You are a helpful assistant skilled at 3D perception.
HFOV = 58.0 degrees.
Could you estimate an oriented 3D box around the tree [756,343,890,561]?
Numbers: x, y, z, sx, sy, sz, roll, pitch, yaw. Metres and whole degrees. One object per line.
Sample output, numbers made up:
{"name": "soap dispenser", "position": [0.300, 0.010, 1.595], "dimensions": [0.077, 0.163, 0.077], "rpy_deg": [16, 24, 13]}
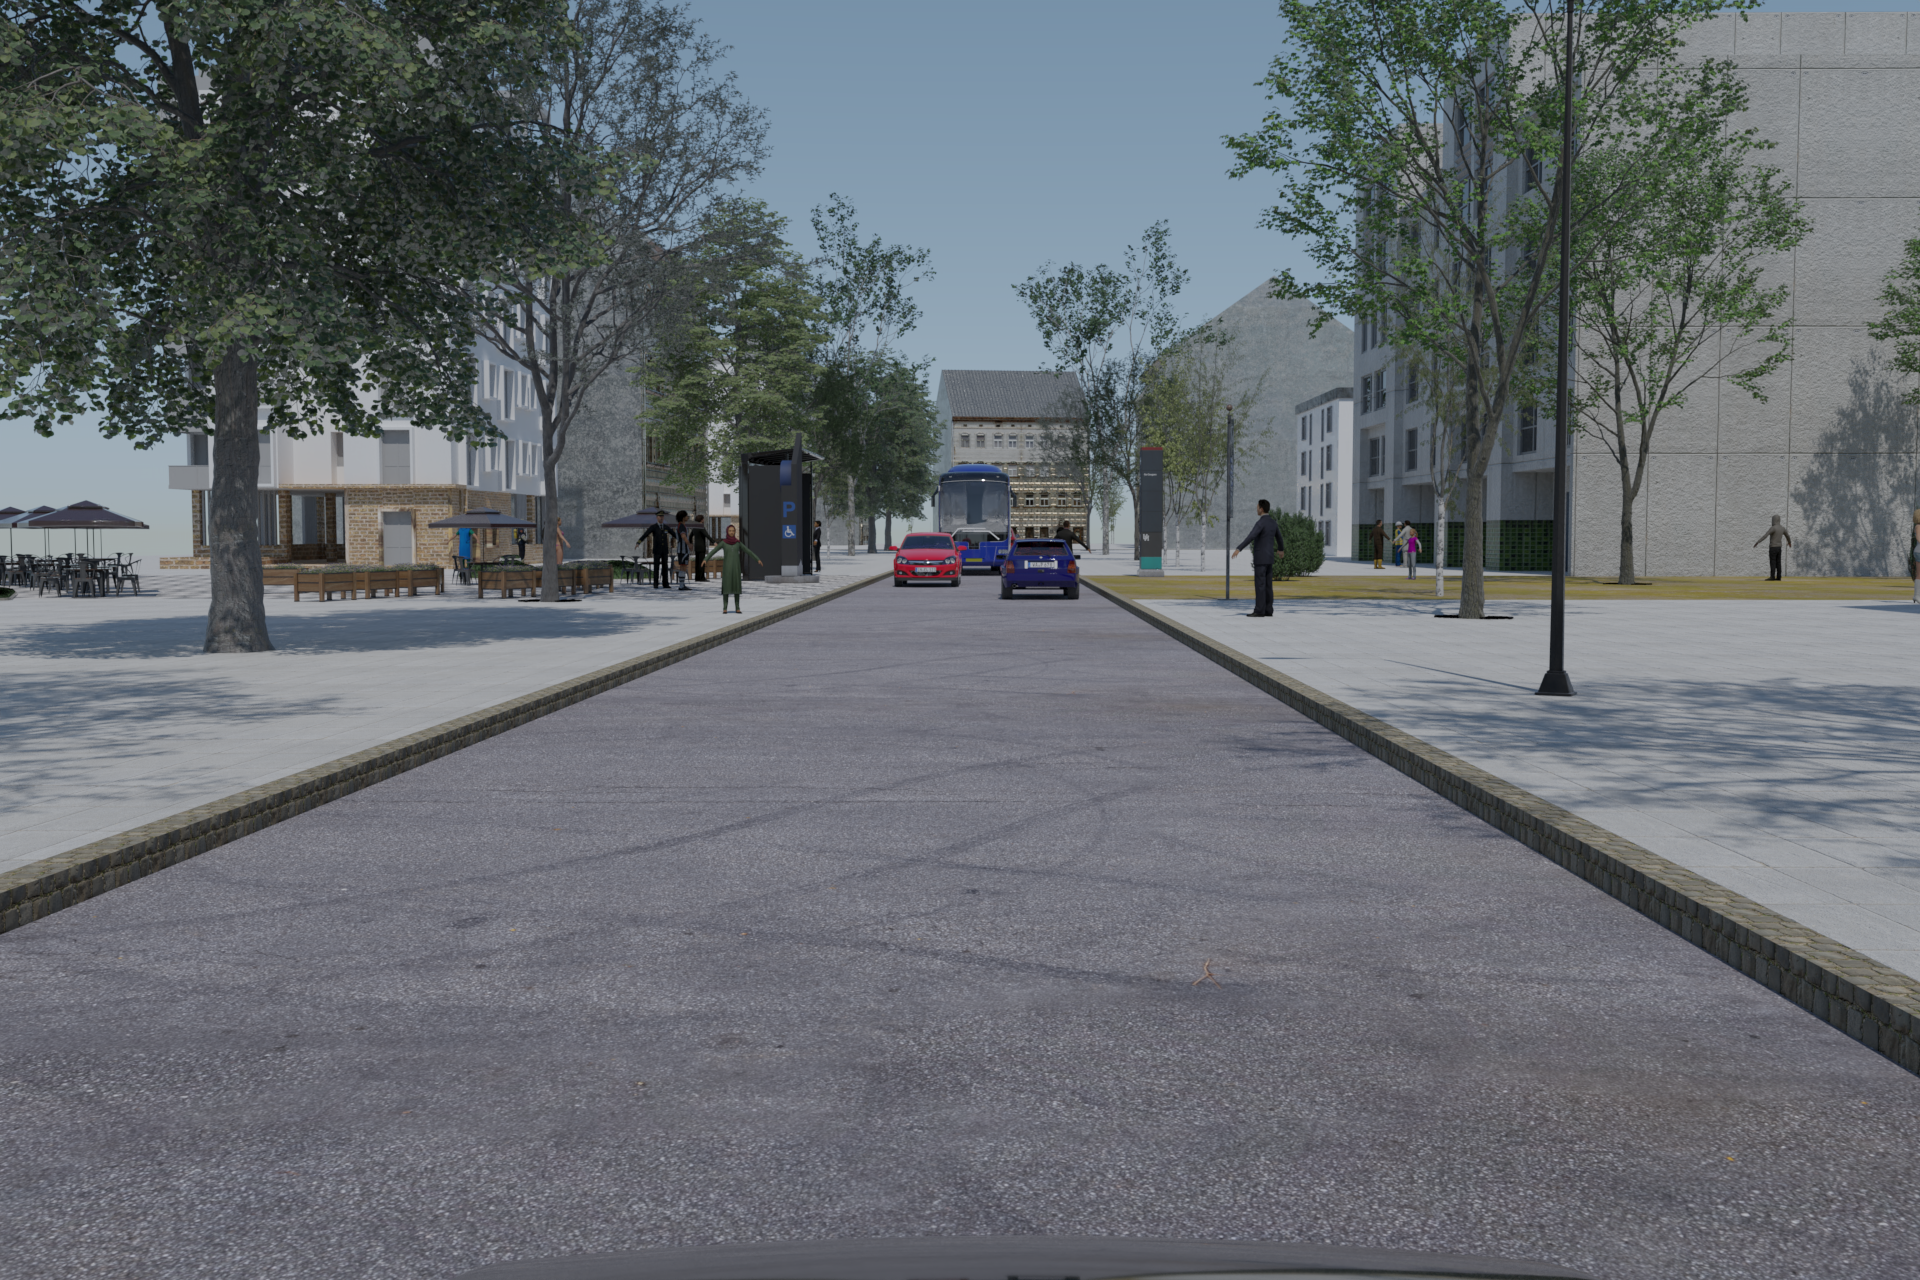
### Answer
{"name": "tree", "position": [-7.114, -9.011, 81.740], "dimensions": [8.767, 10.594, 7.601], "rpy_deg": [2, 4, 24]}

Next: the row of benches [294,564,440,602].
{"name": "row of benches", "position": [-11.781, -1.161, 34.451], "dimensions": [1.422, 0.672, 4.104], "rpy_deg": [1, 4, 16]}

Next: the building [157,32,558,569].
{"name": "building", "position": [-23.201, -12.735, 64.633], "dimensions": [16.016, 20.090, 11.380], "rpy_deg": [0, 4, 0]}

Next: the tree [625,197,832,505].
{"name": "tree", "position": [-7.684, -8.612, 58.928], "dimensions": [7.486, 12.596, 7.792], "rpy_deg": [0, 3, 0]}

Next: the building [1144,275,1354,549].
{"name": "building", "position": [26.817, -19.925, 156.702], "dimensions": [19.493, 23.208, 18.063], "rpy_deg": [0, 4, 1]}

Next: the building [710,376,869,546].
{"name": "building", "position": [-20.173, -22.693, 201.957], "dimensions": [19.493, 23.208, 18.063], "rpy_deg": [0, 4, 2]}

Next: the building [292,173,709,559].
{"name": "building", "position": [-25.174, -16.336, 98.028], "dimensions": [19.493, 23.208, 18.063], "rpy_deg": [0, 4, 2]}

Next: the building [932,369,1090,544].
{"name": "building", "position": [6.518, -24.324, 231.089], "dimensions": [18.063, 23.208, 19.493], "rpy_deg": [-1, 4, -8]}

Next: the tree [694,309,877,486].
{"name": "tree", "position": [-6.850, -8.375, 71.347], "dimensions": [7.601, 10.594, 8.767], "rpy_deg": [2, 4, 29]}

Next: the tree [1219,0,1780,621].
{"name": "tree", "position": [7.953, -6.130, 25.976], "dimensions": [9.928, 11.665, 9.643], "rpy_deg": [0, 3, 0]}

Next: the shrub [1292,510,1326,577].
{"name": "shrub", "position": [10.234, -2.916, 52.099], "dimensions": [1.690, 2.028, 1.600], "rpy_deg": [0, 3, 0]}

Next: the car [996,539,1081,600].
{"name": "car", "position": [1.786, -1.630, 39.226], "dimensions": [1.945, 1.354, 3.894], "rpy_deg": [0, 4, 1]}

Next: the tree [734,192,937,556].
{"name": "tree", "position": [-7.314, -14.872, 99.051], "dimensions": [12.611, 20.169, 13.585], "rpy_deg": [0, 3, 0]}

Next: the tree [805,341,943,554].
{"name": "tree", "position": [-5.865, -12.644, 113.387], "dimensions": [9.857, 13.997, 8.962], "rpy_deg": [0, 3, 0]}

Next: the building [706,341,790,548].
{"name": "building", "position": [-22.328, -18.785, 163.555], "dimensions": [16.016, 20.090, 11.380], "rpy_deg": [0, 4, 2]}

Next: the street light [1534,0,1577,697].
{"name": "street light", "position": [5.301, -2.514, 13.640], "dimensions": [1.470, 5.913, 1.316], "rpy_deg": [0, 4, 1]}

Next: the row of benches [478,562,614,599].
{"name": "row of benches", "position": [-8.597, -1.256, 35.991], "dimensions": [1.422, 0.672, 4.104], "rpy_deg": [1, 4, 21]}

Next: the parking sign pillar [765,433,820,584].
{"name": "parking sign pillar", "position": [-4.417, -3.487, 45.486], "dimensions": [1.447, 3.967, 1.447], "rpy_deg": [0, 4, 1]}

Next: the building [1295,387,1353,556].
{"name": "building", "position": [26.083, -9.603, 99.155], "dimensions": [9.099, 9.664, 28.070], "rpy_deg": [0, 4, 1]}

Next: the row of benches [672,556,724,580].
{"name": "row of benches", "position": [-7.107, -2.108, 49.923], "dimensions": [1.422, 0.672, 4.104], "rpy_deg": [1, 4, 21]}

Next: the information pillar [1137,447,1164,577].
{"name": "information pillar", "position": [5.713, -3.820, 51.838], "dimensions": [0.750, 3.857, 0.750], "rpy_deg": [0, 4, 1]}

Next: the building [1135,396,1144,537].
{"name": "building", "position": [29.237, -21.926, 189.423], "dimensions": [19.493, 23.208, 18.063], "rpy_deg": [0, 4, 1]}

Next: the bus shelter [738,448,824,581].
{"name": "bus shelter", "position": [-5.092, -3.596, 50.073], "dimensions": [1.731, 3.624, 6.357], "rpy_deg": [0, 4, 1]}

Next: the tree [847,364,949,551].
{"name": "tree", "position": [-5.401, -13.688, 130.455], "dimensions": [9.857, 13.997, 8.962], "rpy_deg": [0, 3, 0]}

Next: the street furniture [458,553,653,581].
{"name": "street furniture", "position": [-11.918, -2.246, 52.341], "dimensions": [5.734, 0.657, 10.072], "rpy_deg": [0, 4, -8]}

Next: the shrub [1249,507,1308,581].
{"name": "shrub", "position": [8.660, -2.641, 47.215], "dimensions": [1.661, 2.075, 1.752], "rpy_deg": [0, 3, 0]}

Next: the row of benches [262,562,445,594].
{"name": "row of benches", "position": [-13.167, -1.352, 37.564], "dimensions": [4.104, 0.672, 1.422], "rpy_deg": [0, 4, -6]}

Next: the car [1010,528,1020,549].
{"name": "car", "position": [1.816, -4.682, 85.229], "dimensions": [2.281, 1.827, 5.304], "rpy_deg": [0, 4, 0]}

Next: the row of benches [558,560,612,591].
{"name": "row of benches", "position": [-8.758, -1.508, 40.111], "dimensions": [1.422, 0.672, 4.104], "rpy_deg": [0, 4, 1]}

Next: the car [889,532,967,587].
{"name": "car", "position": [-0.879, -2.402, 48.308], "dimensions": [2.155, 1.783, 4.494], "rpy_deg": [0, 4, 1]}

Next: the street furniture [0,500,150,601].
{"name": "street furniture", "position": [-27.859, -2.363, 43.670], "dimensions": [14.083, 1.986, 27.439], "rpy_deg": [-2, 4, -29]}

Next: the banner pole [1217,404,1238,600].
{"name": "banner pole", "position": [5.196, -2.647, 33.302], "dimensions": [0.401, 3.779, 0.863], "rpy_deg": [0, 4, 1]}

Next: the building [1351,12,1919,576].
{"name": "building", "position": [27.109, -12.298, 67.529], "dimensions": [16.747, 18.905, 31.486], "rpy_deg": [0, 4, 1]}
